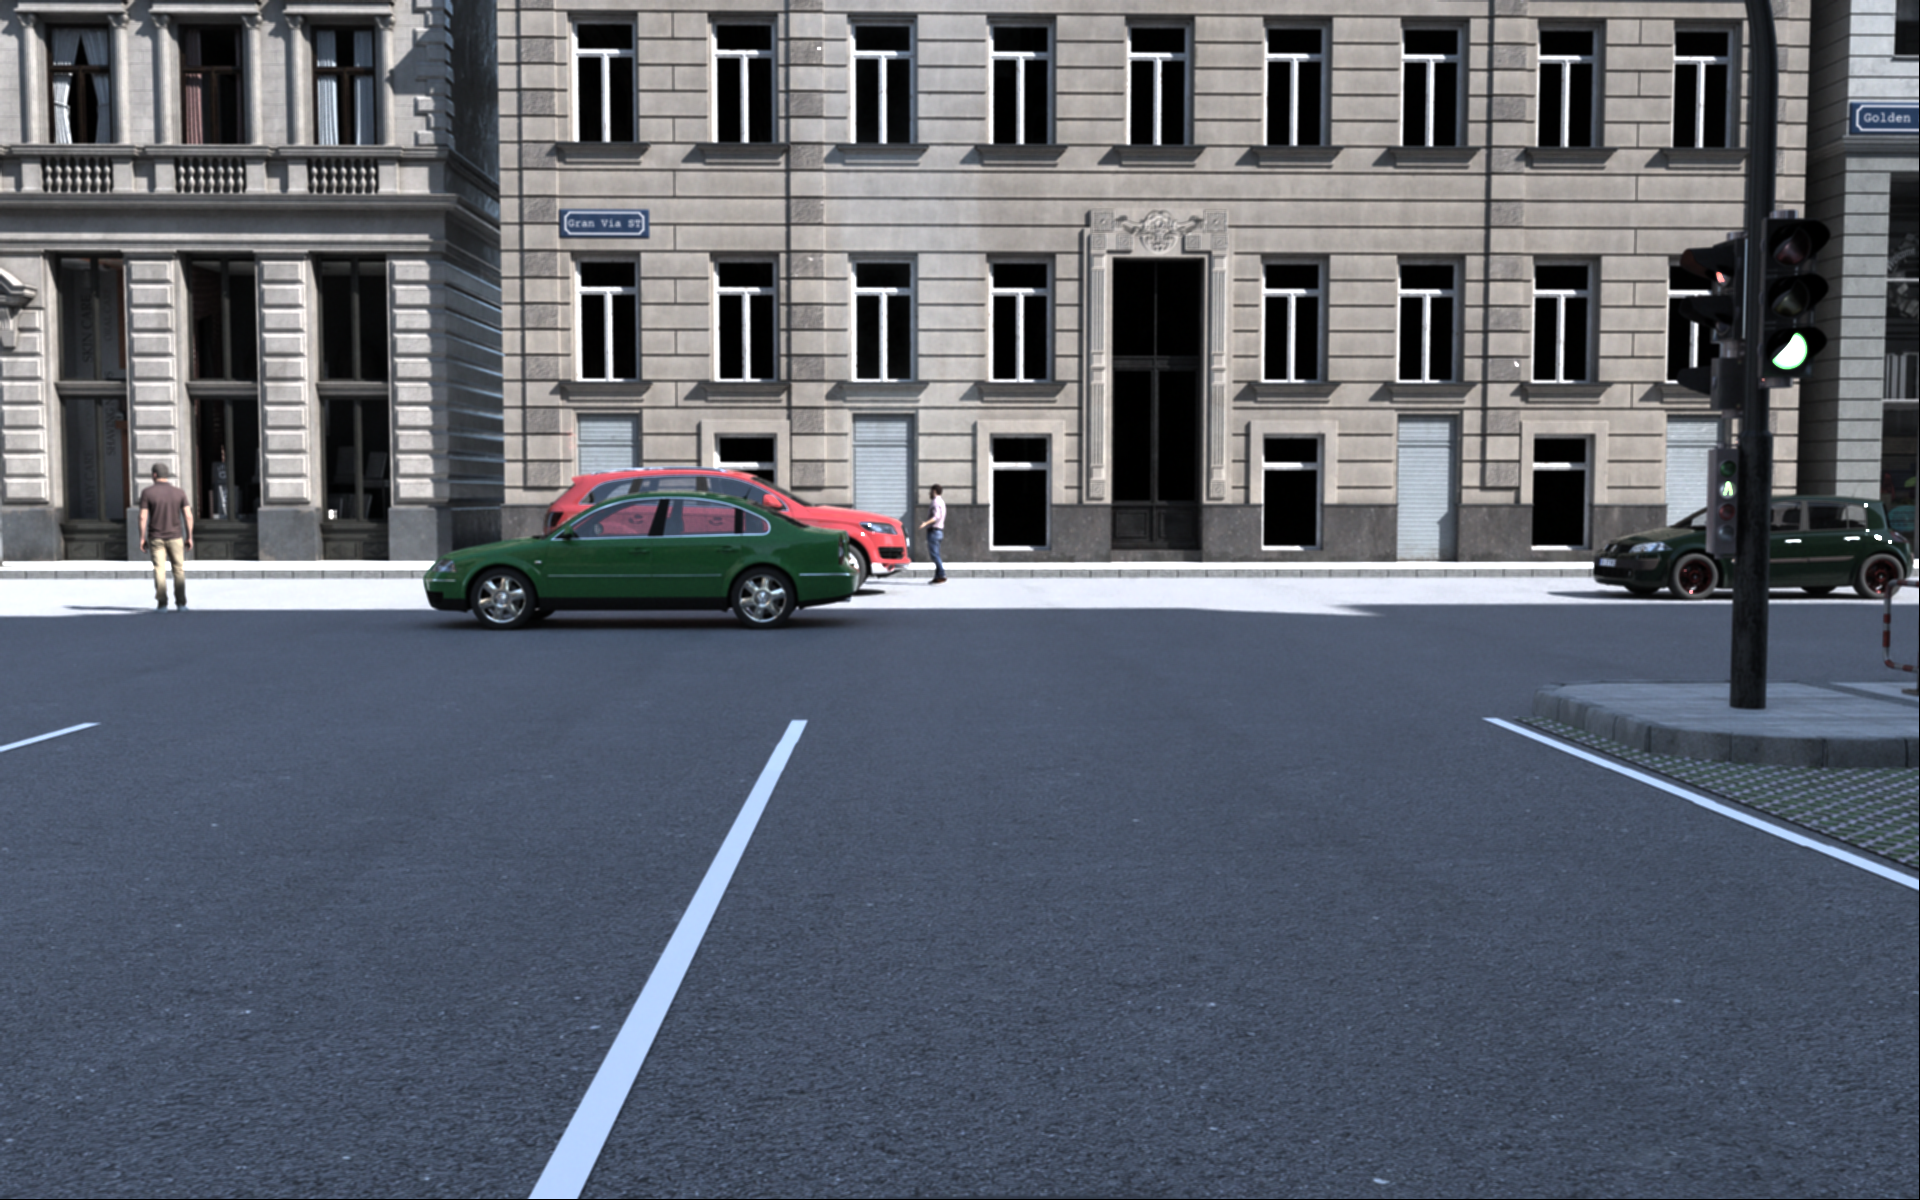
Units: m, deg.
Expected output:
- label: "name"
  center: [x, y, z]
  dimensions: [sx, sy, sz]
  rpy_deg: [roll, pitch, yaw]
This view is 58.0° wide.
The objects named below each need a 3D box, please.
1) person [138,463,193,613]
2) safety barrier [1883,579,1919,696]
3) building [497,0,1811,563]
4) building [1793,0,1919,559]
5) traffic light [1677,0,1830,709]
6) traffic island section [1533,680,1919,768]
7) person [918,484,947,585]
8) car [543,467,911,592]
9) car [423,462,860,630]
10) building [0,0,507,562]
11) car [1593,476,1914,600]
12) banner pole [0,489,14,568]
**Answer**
- label: "person"
  center: [-9.646, -0.759, 21.042]
  dimensions: [0.598, 1.807, 0.434]
  rpy_deg: [-2, 4, -25]
- label: "safety barrier"
  center: [6.217, 0.197, 11.051]
  dimensions: [0.300, 0.817, 1.120]
  rpy_deg: [0, 4, -1]
- label: "building"
  center: [3.516, -14.666, 37.057]
  dimensions: [25.104, 27.353, 12.463]
  rpy_deg: [0, 4, -1]
- label: "building"
  center: [31.140, -15.913, 37.675]
  dimensions: [29.804, 29.767, 11.434]
  rpy_deg: [0, 4, -1]
- label: "traffic light"
  center: [2.627, -2.169, 10.139]
  dimensions: [4.771, 5.953, 1.251]
  rpy_deg: [0, 4, -1]
- label: "traffic island section"
  center: [4.756, 0.724, 10.450]
  dimensions: [2.009, 0.180, 2.903]
  rpy_deg: [0, 4, -1]
- label: "person"
  center: [-0.404, -1.033, 27.344]
  dimensions: [0.435, 1.587, 0.963]
  rpy_deg: [0, 4, 5]
- label: "car"
  center: [-3.358, -0.996, 24.960]
  dimensions: [5.304, 1.827, 2.281]
  rpy_deg: [0, 4, -1]
- label: "car"
  center: [-3.469, -0.628, 19.071]
  dimensions: [4.718, 1.807, 1.959]
  rpy_deg: [0, 4, -2]
- label: "building"
  center: [-19.003, -12.713, 36.744]
  dimensions: [19.941, 23.489, 11.050]
  rpy_deg: [0, 4, -1]
- label: "car"
  center: [11.073, -0.881, 24.190]
  dimensions: [4.222, 1.686, 2.009]
  rpy_deg: [0, 4, -3]
- label: "banner pole"
  center: [-16.692, -2.446, 30.015]
  dimensions: [0.401, 3.779, 0.863]
  rpy_deg: [-2, 4, -28]
